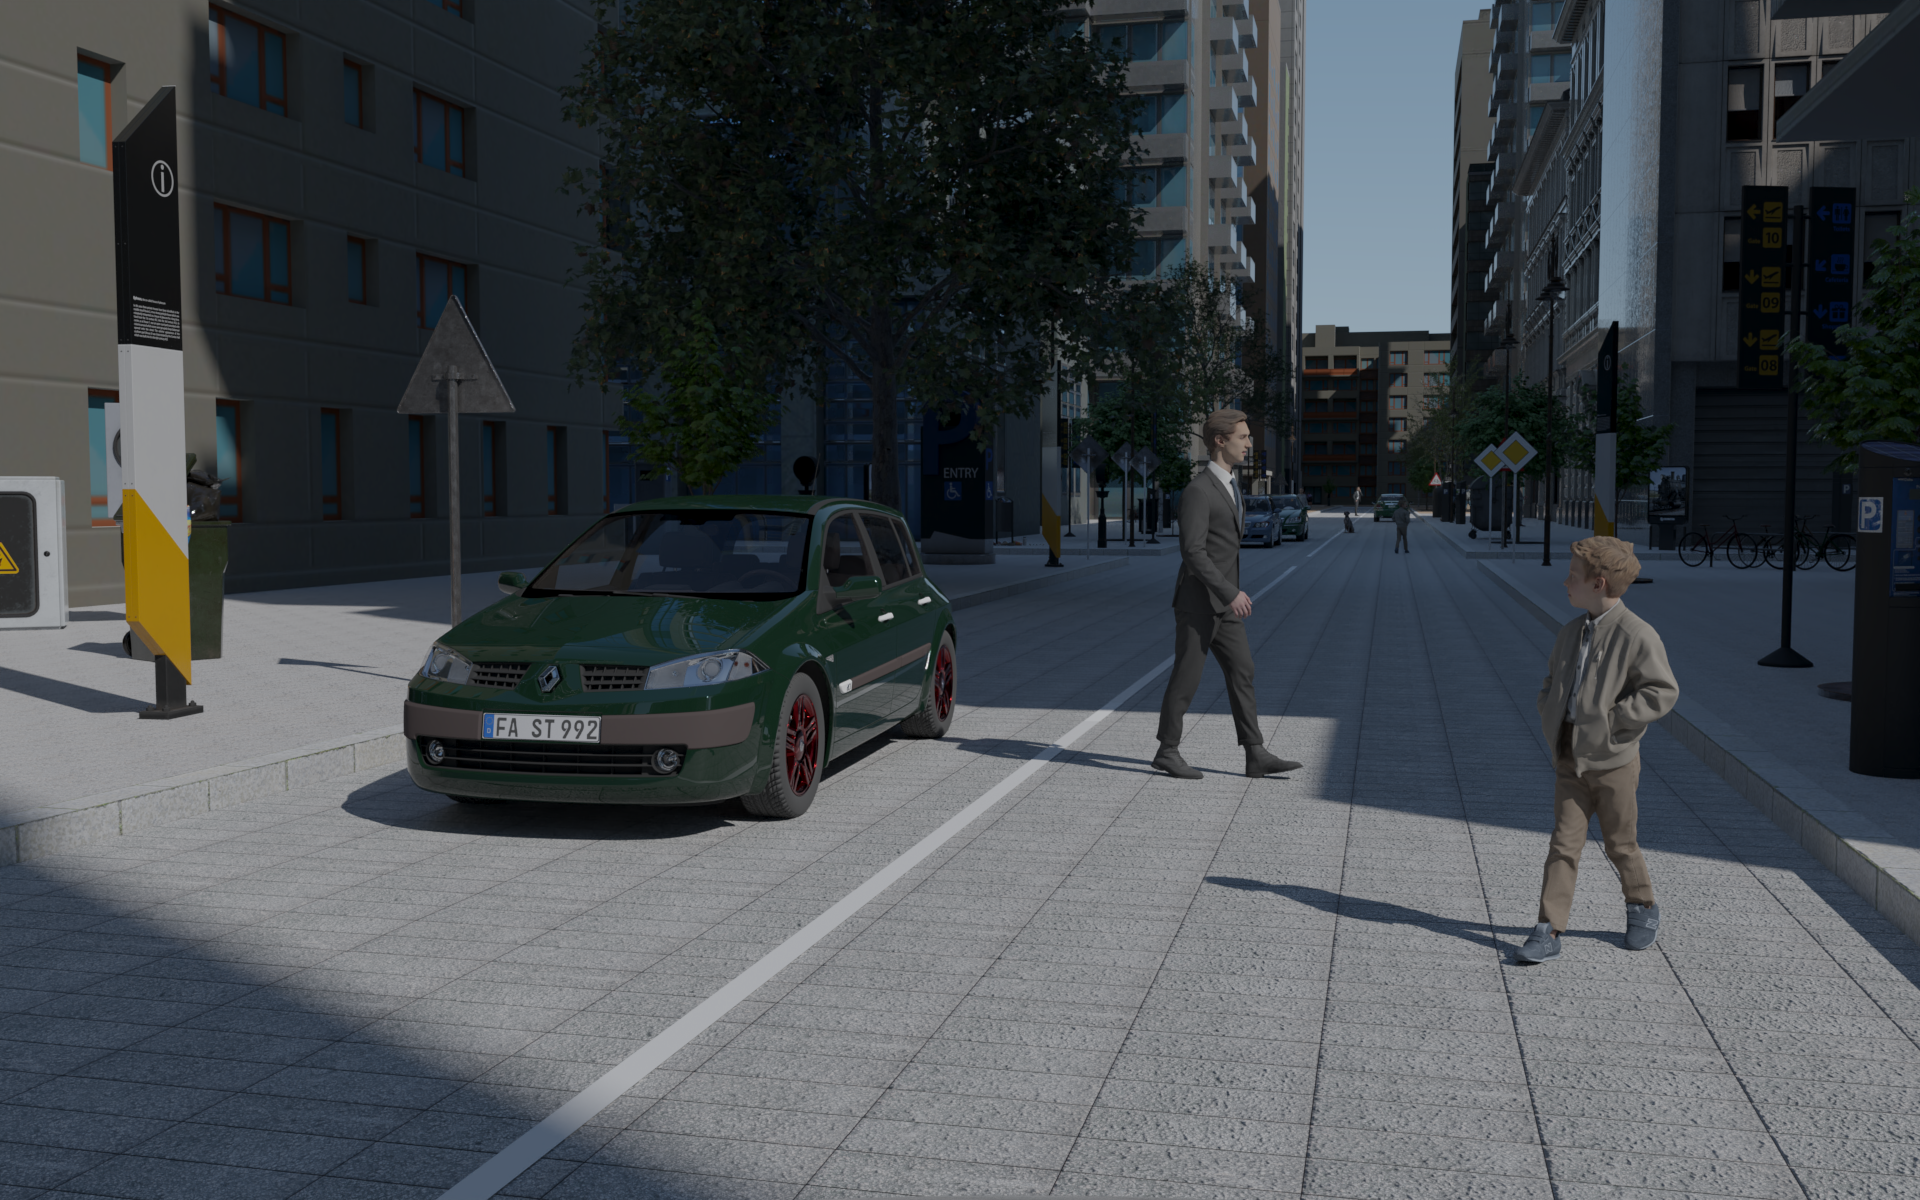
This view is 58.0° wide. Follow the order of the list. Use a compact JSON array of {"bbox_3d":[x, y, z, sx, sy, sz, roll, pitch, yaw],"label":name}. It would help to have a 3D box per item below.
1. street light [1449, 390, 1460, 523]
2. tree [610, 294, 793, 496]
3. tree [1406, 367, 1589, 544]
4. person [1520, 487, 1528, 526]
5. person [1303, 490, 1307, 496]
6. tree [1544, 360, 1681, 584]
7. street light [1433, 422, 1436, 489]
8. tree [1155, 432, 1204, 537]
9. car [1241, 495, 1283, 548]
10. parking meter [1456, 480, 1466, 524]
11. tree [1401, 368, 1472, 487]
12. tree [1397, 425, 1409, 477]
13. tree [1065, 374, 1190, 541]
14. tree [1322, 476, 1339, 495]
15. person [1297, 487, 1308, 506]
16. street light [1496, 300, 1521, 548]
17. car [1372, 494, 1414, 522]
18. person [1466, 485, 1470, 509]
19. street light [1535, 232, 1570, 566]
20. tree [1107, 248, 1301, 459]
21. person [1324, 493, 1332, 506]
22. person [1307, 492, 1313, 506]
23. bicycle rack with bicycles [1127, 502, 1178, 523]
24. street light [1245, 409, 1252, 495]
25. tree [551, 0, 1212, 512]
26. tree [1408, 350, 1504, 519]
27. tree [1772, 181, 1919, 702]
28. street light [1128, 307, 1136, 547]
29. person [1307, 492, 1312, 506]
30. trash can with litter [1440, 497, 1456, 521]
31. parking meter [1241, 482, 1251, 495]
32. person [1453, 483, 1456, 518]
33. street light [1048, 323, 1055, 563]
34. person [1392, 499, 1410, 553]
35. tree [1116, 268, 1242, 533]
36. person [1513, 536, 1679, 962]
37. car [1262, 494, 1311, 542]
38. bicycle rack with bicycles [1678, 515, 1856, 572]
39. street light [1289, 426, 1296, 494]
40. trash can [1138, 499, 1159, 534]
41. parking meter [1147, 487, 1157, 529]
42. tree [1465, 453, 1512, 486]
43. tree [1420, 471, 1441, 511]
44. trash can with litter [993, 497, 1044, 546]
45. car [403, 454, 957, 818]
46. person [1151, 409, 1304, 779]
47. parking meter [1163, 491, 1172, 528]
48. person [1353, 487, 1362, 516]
[{"bbox_3d":[21.881,-6.368,76.900,0.468,5.910,1.993,1,4,14],"label":"street light"},{"bbox_3d":[-2.639,-1.369,16.984,1.663,3.219,1.824,0,3,0],"label":"tree"},{"bbox_3d":[14.520,-3.755,45.109,4.285,4.588,4.351,0,3,0],"label":"tree"},{"bbox_3d":[22.176,-3.807,68.494,0.583,1.804,0.606,1,4,19],"label":"person"},{"bbox_3d":[37.891,-11.227,190.281,0.721,1.739,1.217,-1,4,-12],"label":"person"},{"bbox_3d":[9.610,-1.861,25.029,1.663,3.219,1.824,0,3,0],"label":"tree"},{"bbox_3d":[30.616,-8.495,111.686,0.468,5.910,1.993,1,4,14],"label":"street light"},{"bbox_3d":[6.394,-3.506,51.920,1.663,3.219,1.824,0,3,0],"label":"tree"},{"bbox_3d":[7.832,-2.167,47.436,2.014,1.417,4.499,1,4,15],"label":"car"},{"bbox_3d":[21.219,-4.138,73.375,0.399,1.863,0.255,-2,4,-27],"label":"parking meter"},{"bbox_3d":[27.874,-9.170,100.287,4.360,8.622,3.978,0,3,0],"label":"tree"},{"bbox_3d":[44.236,-13.048,163.704,4.737,8.622,4.395,0,3,0],"label":"tree"},{"bbox_3d":[4.608,-3.906,47.583,4.285,4.588,4.351,0,3,0],"label":"tree"},{"bbox_3d":[38.590,-11.432,181.512,1.663,3.219,1.824,0,3,0],"label":"tree"},{"bbox_3d":[14.448,-3.929,73.488,0.760,1.731,0.466,3,4,36],"label":"person"},{"bbox_3d":[13.044,-4.192,41.332,0.468,5.910,1.993,1,4,14],"label":"street light"},{"bbox_3d":[22.505,-4.793,90.168,2.131,1.459,4.920,1,4,15],"label":"car"},{"bbox_3d":[30.943,-6.083,105.488,0.713,1.824,0.794,-1,4,-20],"label":"person"},{"bbox_3d":[10.486,-3.547,30.784,0.468,5.910,1.993,1,4,14],"label":"street light"},{"bbox_3d":[9.500,-8.037,65.814,7.601,10.594,8.767,2,4,28],"label":"tree"},{"bbox_3d":[39.105,-10.866,183.712,0.705,1.822,1.348,3,5,42],"label":"person"},{"bbox_3d":[32.165,-9.178,159.332,0.421,1.427,0.697,-1,4,-18],"label":"person"},{"bbox_3d":[9.153,-3.922,77.501,2.925,0.926,2.852,3,5,41],"label":"bicycle rack with bicycles"},{"bbox_3d":[12.866,-6.386,77.193,0.468,5.910,1.993,1,4,14],"label":"street light"},{"bbox_3d":[-1.155,-6.562,24.294,9.611,12.733,9.660,0,3,0],"label":"tree"},{"bbox_3d":[25.886,-8.510,89.500,4.737,8.622,4.395,0,3,0],"label":"tree"},{"bbox_3d":[5.912,-0.998,10.921,1.663,3.219,1.824,0,3,0],"label":"tree"},{"bbox_3d":[4.176,-4.226,41.882,0.468,5.910,1.993,1,4,14],"label":"street light"},{"bbox_3d":[33.052,-9.471,164.085,0.628,1.438,0.799,-2,4,-23],"label":"person"},{"bbox_3d":[22.998,-4.284,81.428,0.624,1.170,1.055,3,4,38],"label":"trash can with litter"},{"bbox_3d":[13.813,-4.768,83.671,0.399,1.863,0.255,3,5,43],"label":"parking meter"},{"bbox_3d":[25.057,-5.016,88.045,0.794,1.824,0.713,-1,4,-10],"label":"person"},{"bbox_3d":[1.719,-3.633,32.184,0.468,5.910,1.993,1,4,14],"label":"street light"},{"bbox_3d":[10.663,-1.780,41.868,0.475,1.303,0.640,2,4,33],"label":"person"},{"bbox_3d":[6.874,-6.530,57.135,4.737,8.622,4.395,0,3,0],"label":"tree"},{"bbox_3d":[1.987,0.454,5.347,0.640,1.303,0.475,-3,5,-40],"label":"person"},{"bbox_3d":[9.855,-2.573,53.863,2.131,1.459,4.920,1,4,13],"label":"car"},{"bbox_3d":[14.285,-1.000,29.728,2.852,0.926,2.925,-1,4,-22],"label":"bicycle rack with bicycles"},{"bbox_3d":[21.551,-8.540,112.417,0.468,5.910,1.993,1,4,14],"label":"street light"},{"bbox_3d":[6.032,-2.683,55.523,0.748,1.137,0.748,0,3,0],"label":"trash can"},{"bbox_3d":[7.042,-3.373,63.559,0.372,1.533,0.369,0,3,0],"label":"parking meter"},{"bbox_3d":[20.276,-4.348,65.699,1.663,3.219,1.824,0,3,0],"label":"tree"},{"bbox_3d":[36.300,-8.549,134.372,1.663,3.219,1.824,0,3,0],"label":"tree"},{"bbox_3d":[0.881,-1.988,43.559,2.233,1.210,1.678,3,5,40],"label":"trash can with litter"},{"bbox_3d":[-1.223,0.046,9.038,2.009,1.686,4.222,1,4,14],"label":"car"},{"bbox_3d":[1.333,-0.025,8.689,0.755,1.850,0.659,2,4,28],"label":"person"},{"bbox_3d":[7.757,-3.468,65.108,0.372,1.533,0.369,0,3,0],"label":"parking meter"},{"bbox_3d":[26.048,-6.455,113.398,0.474,1.900,0.648,3,4,36],"label":"person"}]
